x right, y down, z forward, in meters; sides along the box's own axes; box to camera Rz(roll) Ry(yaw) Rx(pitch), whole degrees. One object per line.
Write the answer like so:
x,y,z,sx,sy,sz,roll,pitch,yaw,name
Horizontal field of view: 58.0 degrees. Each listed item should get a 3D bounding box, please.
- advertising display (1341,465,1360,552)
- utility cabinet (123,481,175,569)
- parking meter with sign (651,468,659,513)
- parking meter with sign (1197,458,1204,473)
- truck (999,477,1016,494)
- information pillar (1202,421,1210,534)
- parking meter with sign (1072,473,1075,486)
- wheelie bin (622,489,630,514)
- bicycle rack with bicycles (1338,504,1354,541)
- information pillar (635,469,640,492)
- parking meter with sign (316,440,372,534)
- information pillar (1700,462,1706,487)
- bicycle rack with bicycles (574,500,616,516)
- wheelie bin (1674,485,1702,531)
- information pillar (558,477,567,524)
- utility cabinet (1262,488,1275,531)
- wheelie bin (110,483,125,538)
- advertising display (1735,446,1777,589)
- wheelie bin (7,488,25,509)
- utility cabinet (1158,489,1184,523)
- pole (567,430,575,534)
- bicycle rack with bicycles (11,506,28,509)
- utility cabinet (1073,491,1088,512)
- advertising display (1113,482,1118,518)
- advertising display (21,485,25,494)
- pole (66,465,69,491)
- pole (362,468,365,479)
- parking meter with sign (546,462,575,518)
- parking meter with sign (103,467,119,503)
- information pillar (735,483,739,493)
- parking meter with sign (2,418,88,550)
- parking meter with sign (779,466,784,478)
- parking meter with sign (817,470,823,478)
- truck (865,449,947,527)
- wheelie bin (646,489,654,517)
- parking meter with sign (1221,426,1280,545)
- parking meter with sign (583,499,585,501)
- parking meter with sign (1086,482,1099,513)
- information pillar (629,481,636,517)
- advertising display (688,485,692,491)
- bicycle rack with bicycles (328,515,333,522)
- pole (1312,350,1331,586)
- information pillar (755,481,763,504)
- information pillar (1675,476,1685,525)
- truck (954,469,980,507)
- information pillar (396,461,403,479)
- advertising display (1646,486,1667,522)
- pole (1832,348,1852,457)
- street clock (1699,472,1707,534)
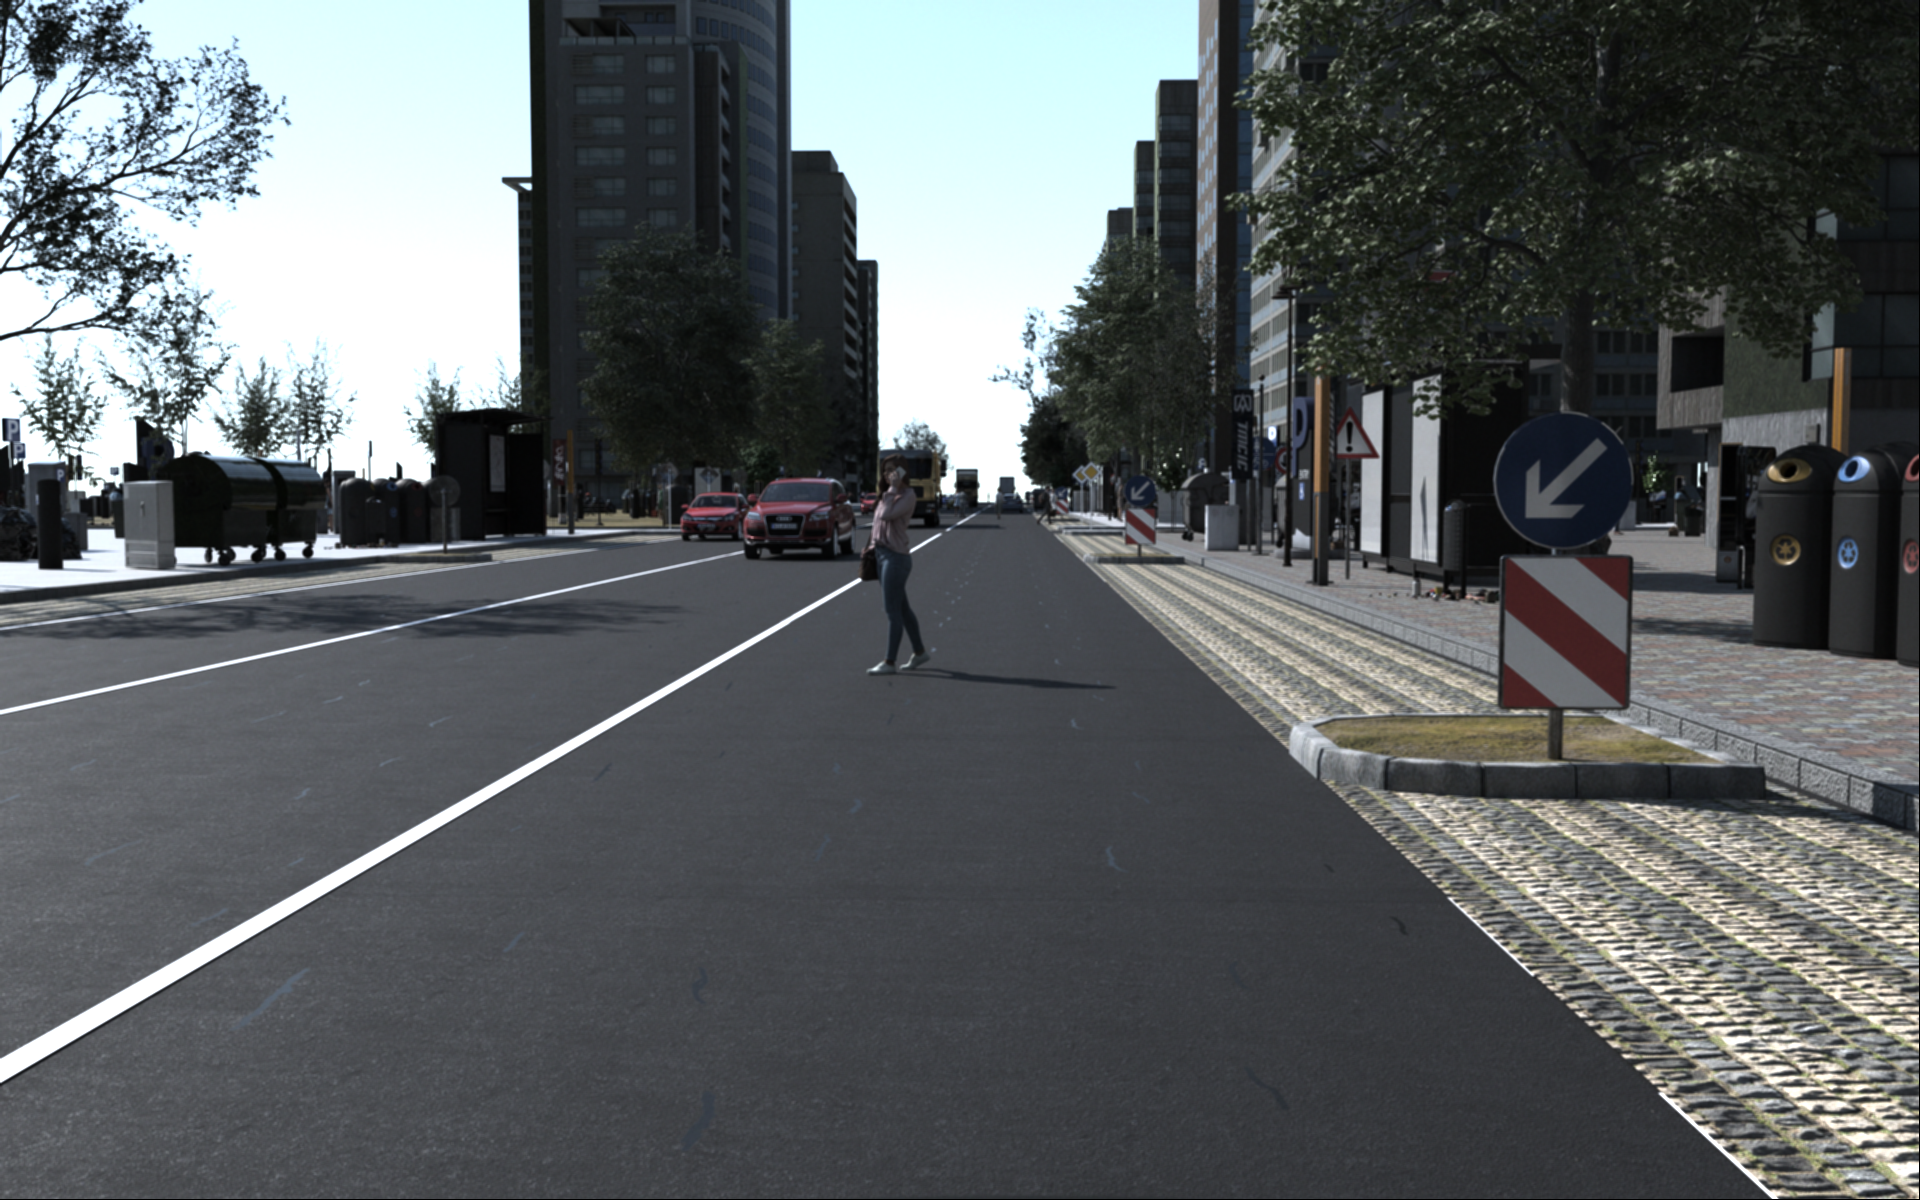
8.953,-2.033,38.449,0.974,1.923,0.123,2,4,26,advertising display
-13.859,-1.278,29.568,1.173,1.500,0.318,3,4,39,utility cabinet
-19.808,-7.300,115.608,1.738,3.016,0.543,3,4,36,parking meter with sign
11.674,-5.357,83.845,0.543,3.016,1.738,0,4,4,parking meter with sign
7.763,-18.140,285.498,2.839,4.237,11.283,0,4,2,truck
7.875,-3.911,55.298,0.183,3.616,0.504,0,4,-2,information pillar
10.001,-8.805,140.220,1.738,3.016,0.543,-1,4,-9,parking meter with sign
-21.850,-6.490,114.026,0.693,1.594,0.980,-3,4,-38,wheelie bin
11.303,-1.993,45.961,2.852,0.926,2.925,-3,5,-40,bicycle rack with bicycles
-26.747,-9.295,143.332,0.504,3.616,0.183,-1,4,-9,information pillar
-19.853,-3.639,55.755,1.738,3.016,0.543,-2,4,-30,parking meter with sign
44.898,-6.936,104.752,0.504,3.616,0.183,-3,4,-38,information pillar
-22.406,-5.506,103.411,2.925,0.926,2.852,1,4,17,bicycle rack with bicycles
24.961,-3.153,59.458,0.980,1.594,0.693,-2,4,-31,wheelie bin
-16.784,-4.198,73.122,0.304,2.012,0.304,-2,4,-25,information pillar
10.517,-3.081,59.048,0.318,1.500,1.173,1,4,14,utility cabinet
-24.337,-2.606,50.520,0.693,1.594,0.980,0,4,7,wheelie bin
10.814,-1.121,23.550,0.974,1.923,0.123,-3,5,-42,advertising display
-46.931,-4.785,86.142,0.980,1.594,0.693,0,4,-2,wheelie bin
9.365,-4.147,76.475,1.173,1.500,0.318,1,4,20,utility cabinet
-12.366,-3.742,55.022,0.158,3.312,0.155,0,3,0,pole
-42.852,-3.856,76.434,2.925,0.926,2.852,-1,4,-13,bicycle rack with bicycles
8.525,-6.949,122.288,1.173,1.500,0.318,-3,5,-40,utility cabinet
8.266,-5.276,91.474,0.123,1.923,0.974,1,4,21,advertising display
-65.865,-7.133,121.846,0.123,1.923,0.974,-1,4,-15,advertising display
-61.897,-7.722,120.091,0.158,3.312,0.155,0,3,0,pole
-45.928,-8.538,133.446,0.158,3.312,0.155,0,3,0,pole
-22.006,-5.981,94.048,1.738,3.016,0.543,-2,4,-33,parking meter with sign
-53.696,-6.910,109.241,0.543,3.016,1.738,0,3,0,parking meter with sign
-16.323,-8.279,126.722,0.504,3.616,0.183,3,5,41,information pillar
-20.929,-2.657,39.700,1.738,3.016,0.543,0,4,6,parking meter with sign
-11.143,-6.668,105.288,0.543,3.016,1.738,1,4,8,parking meter with sign
-10.610,-7.771,123.311,0.543,3.016,1.738,3,5,44,parking meter with sign
-2.248,-4.970,77.178,3.469,3.379,9.791,0,4,1,truck
-17.295,-5.468,97.315,0.693,1.594,0.980,-1,4,-9,wheelie bin
7.216,-2.925,44.079,1.738,3.016,0.543,-1,4,-16,parking meter with sign
-30.787,-8.671,138.039,1.738,3.016,0.543,-2,4,-24,parking meter with sign
9.408,-7.582,120.226,0.543,3.016,1.738,-2,4,-26,parking meter with sign
-18.484,-5.713,97.891,0.304,2.012,0.304,1,4,12,information pillar
-20.203,-7.579,129.133,0.123,1.923,0.974,0,4,7,advertising display
-26.385,-3.739,74.516,2.925,0.926,2.852,-2,4,-24,bicycle rack with bicycles
5.042,-1.853,24.148,0.158,3.312,0.155,0,3,0,pole
-11.077,-5.570,95.555,0.304,2.012,0.304,-3,5,-39,information pillar
29.982,-4.136,72.123,0.304,2.012,0.304,3,5,41,information pillar
0.794,-12.566,194.370,2.839,4.237,11.283,0,4,0,truck
-39.641,-8.021,122.502,0.183,3.616,0.504,2,4,35,information pillar
31.321,-4.444,77.877,0.974,1.923,0.123,-1,4,-16,advertising display
12.337,-1.862,24.289,0.158,3.312,0.155,0,3,0,pole
24.233,-3.162,56.276,0.358,2.002,0.471,0,4,-8,street clock
